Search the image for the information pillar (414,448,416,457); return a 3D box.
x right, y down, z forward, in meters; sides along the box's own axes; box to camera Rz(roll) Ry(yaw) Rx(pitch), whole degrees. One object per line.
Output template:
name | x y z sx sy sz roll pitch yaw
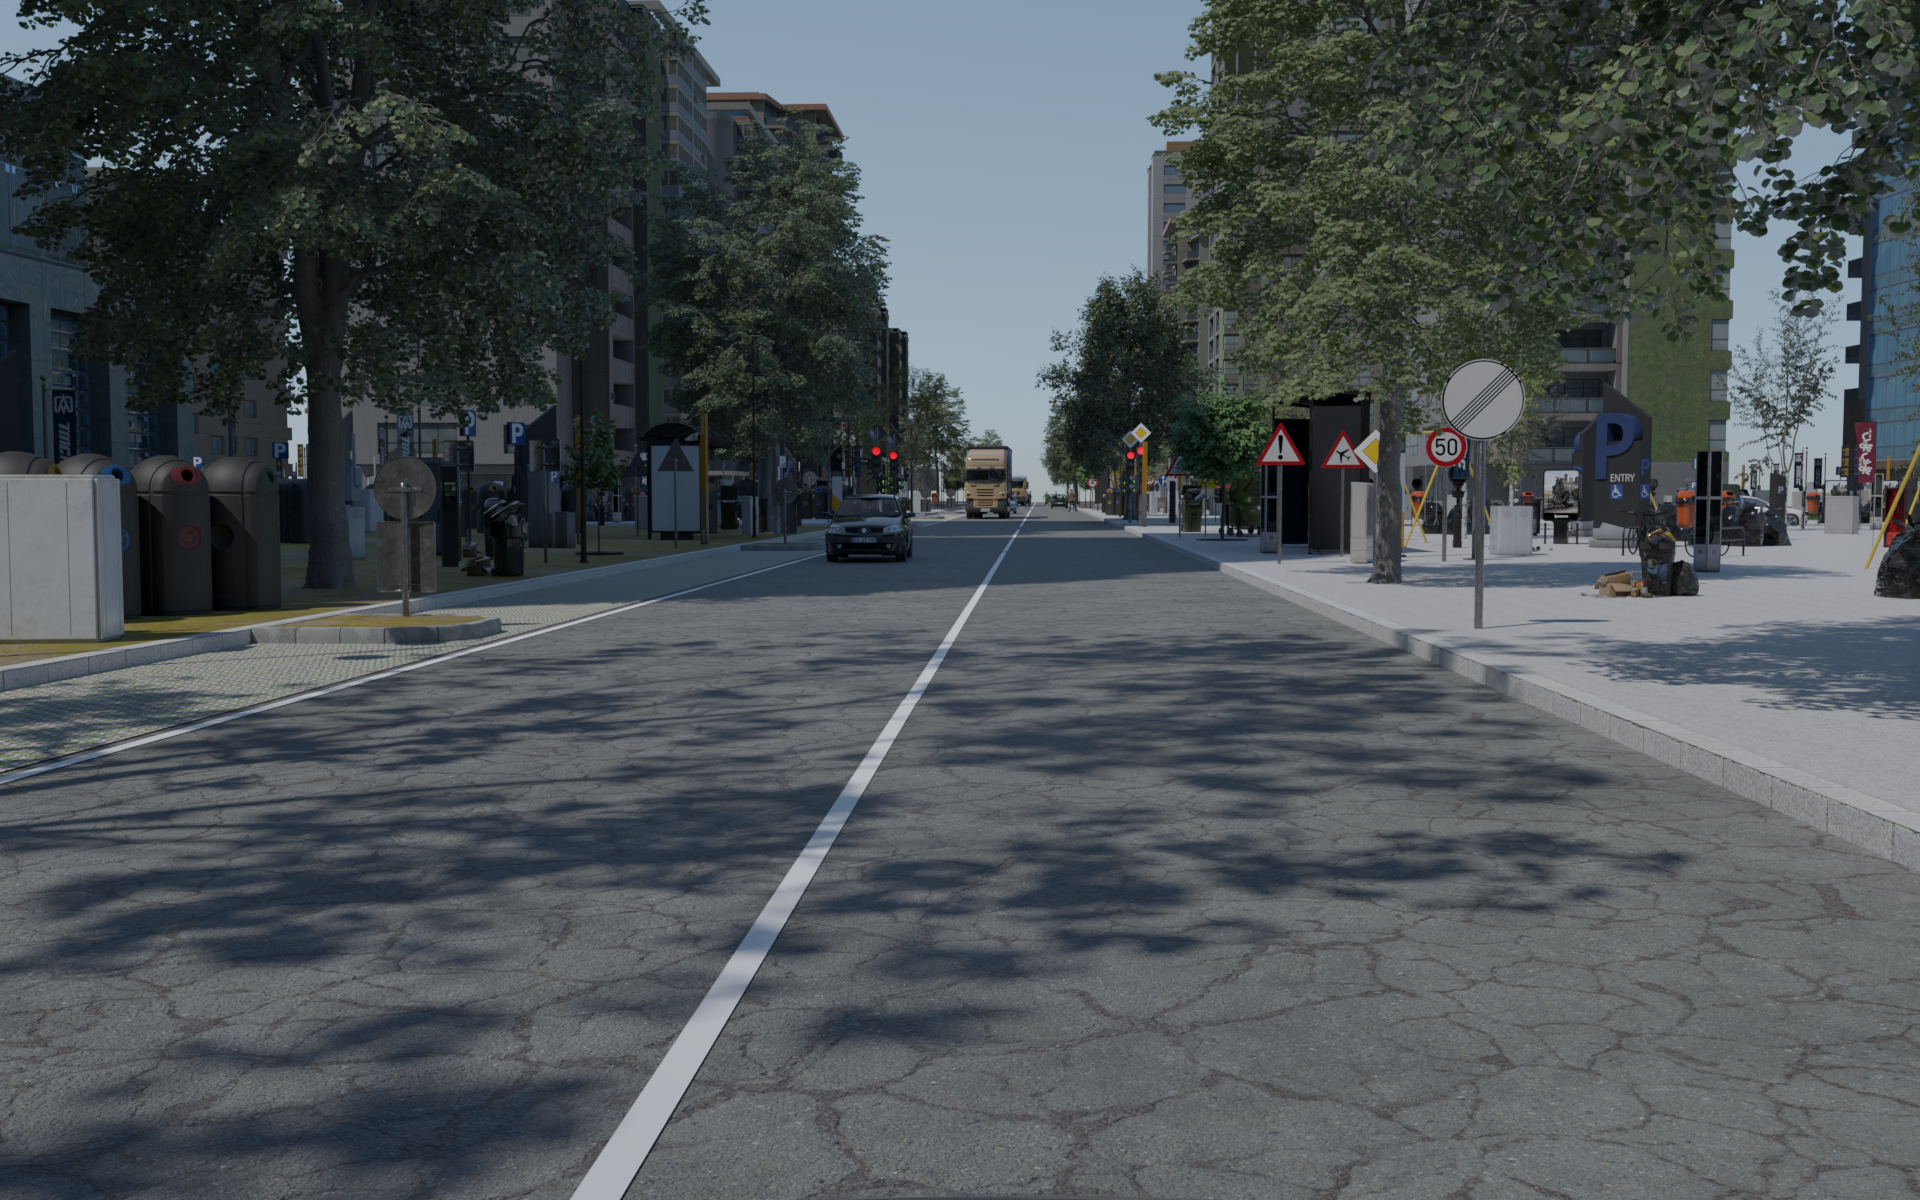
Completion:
information pillar | -27.671 -5.905 87.894 0.183 3.616 0.504 0 4 -1

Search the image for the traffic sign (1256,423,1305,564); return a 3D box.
traffic sign | 5.863 -1.940 31.728 0.884 2.594 0.081 1 4 9

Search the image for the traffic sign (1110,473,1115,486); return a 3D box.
traffic sign | 13.413 -9.625 151.249 2.265 3.308 0.079 0 4 3

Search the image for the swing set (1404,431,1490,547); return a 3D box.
swing set | 11.533 -2.801 43.410 2.862 2.851 3.119 -1 4 -22

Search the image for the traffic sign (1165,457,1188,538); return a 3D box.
traffic sign | 6.492 -3.124 51.079 0.884 2.594 0.081 1 4 11

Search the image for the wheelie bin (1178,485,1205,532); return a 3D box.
wheelie bin | 7.840 -3.082 58.304 0.980 1.594 0.693 0 4 -5

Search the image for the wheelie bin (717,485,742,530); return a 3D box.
wheelie bin | -8.396 -3.357 62.798 0.980 1.594 0.693 0 4 -5

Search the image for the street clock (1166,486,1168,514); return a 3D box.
street clock | 13.499 -6.570 111.989 0.358 2.002 0.471 2 4 35

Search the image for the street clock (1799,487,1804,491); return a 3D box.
street clock | 71.985 -8.789 148.265 0.358 2.002 0.471 0 4 2

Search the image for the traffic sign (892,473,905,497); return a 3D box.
traffic sign | -3.731 -6.387 104.540 0.768 2.556 0.104 0 4 7

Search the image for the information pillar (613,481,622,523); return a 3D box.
information pillar | -15.368 -4.470 77.582 0.304 2.012 0.304 1 4 10

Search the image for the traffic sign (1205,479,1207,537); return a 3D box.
traffic sign | 7.373 -3.108 51.998 0.795 2.450 0.064 1 4 10

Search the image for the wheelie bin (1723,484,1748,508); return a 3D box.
wheelie bin | 23.918 -2.824 54.076 0.980 1.594 0.693 1 4 18

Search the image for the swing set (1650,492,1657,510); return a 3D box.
swing set | 24.047 -4.051 63.851 2.862 2.851 3.119 0 4 -6

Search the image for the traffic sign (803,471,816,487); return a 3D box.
traffic sign | -8.416 -5.923 96.939 0.768 2.556 0.104 0 4 4

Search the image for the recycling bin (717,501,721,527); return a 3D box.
recycling bin | -9.132 -3.377 67.774 0.722 1.027 0.722 0 3 0

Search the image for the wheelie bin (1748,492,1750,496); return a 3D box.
wheelie bin | 49.464 -6.210 109.433 0.693 1.594 0.980 -2 4 -26

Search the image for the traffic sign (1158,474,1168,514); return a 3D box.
traffic sign | 13.082 -6.786 111.060 0.768 2.556 0.104 1 4 10

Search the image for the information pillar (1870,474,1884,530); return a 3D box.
information pillar | 32.950 -3.533 62.258 0.304 2.012 0.304 0 4 5

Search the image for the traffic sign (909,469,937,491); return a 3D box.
traffic sign | -3.018 -8.956 140.311 2.265 3.308 0.079 1 4 9

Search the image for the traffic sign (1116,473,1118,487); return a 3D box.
traffic sign | 14.034 -9.209 144.444 2.265 3.308 0.079 0 4 4

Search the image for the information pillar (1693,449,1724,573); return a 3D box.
information pillar | 12.277 -1.463 28.417 0.304 2.012 0.304 -1 4 -22

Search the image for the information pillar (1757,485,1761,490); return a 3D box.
information pillar | 64.936 -8.337 140.800 0.304 2.012 0.304 2 4 24

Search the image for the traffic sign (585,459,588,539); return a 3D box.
traffic sign | -10.746 -3.025 49.560 0.768 2.556 0.104 1 4 12

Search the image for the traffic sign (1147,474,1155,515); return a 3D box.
traffic sign | 11.787 -6.592 107.893 0.768 2.556 0.104 0 4 6

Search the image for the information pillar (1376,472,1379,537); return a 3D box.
information pillar | 11.726 -2.661 47.992 0.304 2.012 0.304 0 4 4

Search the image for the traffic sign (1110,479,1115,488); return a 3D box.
traffic sign | 12.909 -9.094 148.694 0.884 2.594 0.081 0 4 5

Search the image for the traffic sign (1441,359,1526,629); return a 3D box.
traffic sign | 4.941 -0.998 16.429 0.768 2.556 0.104 1 4 12

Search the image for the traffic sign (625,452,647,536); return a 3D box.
traffic sign | -9.897 -3.250 53.140 0.884 2.594 0.081 1 4 11

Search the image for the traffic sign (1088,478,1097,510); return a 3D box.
traffic sign | 10.451 -8.352 136.666 0.768 2.556 0.104 1 4 11

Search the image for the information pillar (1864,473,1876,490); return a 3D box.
information pillar | 42.992 -5.535 81.859 0.183 3.616 0.504 -3 4 -36

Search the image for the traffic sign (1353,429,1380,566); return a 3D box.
traffic sign | 7.366 -1.808 30.754 0.795 2.450 0.064 0 4 5

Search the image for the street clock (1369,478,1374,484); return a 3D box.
street clock | 18.466 -4.511 78.330 0.471 2.002 0.358 1 4 15

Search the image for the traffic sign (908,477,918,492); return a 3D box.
traffic sign | -3.486 -7.864 128.678 0.768 2.556 0.104 1 4 11

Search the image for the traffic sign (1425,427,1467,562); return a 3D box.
traffic sign | 9.189 -2.000 32.798 0.768 2.556 0.104 1 4 9

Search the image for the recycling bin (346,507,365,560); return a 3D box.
recycling bin | -12.190 -1.315 34.048 0.722 1.027 0.722 3 5 44

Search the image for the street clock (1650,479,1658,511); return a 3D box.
street clock | 32.541 -4.699 81.396 0.471 2.002 0.358 -2 4 -25

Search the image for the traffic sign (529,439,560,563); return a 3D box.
traffic sign | -7.703 -1.836 32.149 0.606 2.300 0.079 1 4 10

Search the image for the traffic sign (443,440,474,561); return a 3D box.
traffic sign | -9.538 -1.887 32.977 0.606 2.300 0.079 0 4 5

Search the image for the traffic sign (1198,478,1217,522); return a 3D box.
traffic sign | 11.868 -5.153 78.120 2.265 3.308 0.079 1 4 10

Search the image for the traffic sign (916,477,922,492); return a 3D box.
traffic sign | -3.360 -8.182 133.777 0.884 2.594 0.081 1 4 8

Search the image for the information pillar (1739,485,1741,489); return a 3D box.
information pillar | 65.792 -8.684 146.468 0.304 2.012 0.304 0 4 3

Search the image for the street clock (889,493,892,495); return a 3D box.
street clock | -4.371 -6.381 108.892 0.358 2.002 0.471 0 4 -7

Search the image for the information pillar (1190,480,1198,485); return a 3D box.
information pillar | 12.513 -5.396 92.709 0.304 2.012 0.304 -3 5 -44

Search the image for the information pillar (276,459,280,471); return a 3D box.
information pillar | -39.840 -6.728 101.354 0.183 3.616 0.504 0 4 5

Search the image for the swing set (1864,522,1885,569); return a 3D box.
swing set | 17.488 -1.915 28.925 3.119 2.851 2.862 -1 4 -23

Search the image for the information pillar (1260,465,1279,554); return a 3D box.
information pillar | 6.683 -2.013 37.410 0.304 2.012 0.304 -1 4 -11

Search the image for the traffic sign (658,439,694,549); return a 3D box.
traffic sign | -6.678 -2.487 40.669 0.884 2.594 0.081 1 4 10

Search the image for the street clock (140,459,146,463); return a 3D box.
street clock | -16.571 -1.894 35.536 0.358 2.002 0.471 2 4 24

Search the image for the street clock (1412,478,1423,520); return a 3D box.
street clock | 21.020 -4.593 79.661 0.471 2.002 0.358 2 4 27

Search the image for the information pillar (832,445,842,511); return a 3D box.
information pillar | -5.808 -5.550 82.101 0.504 3.616 0.183 0 4 -3

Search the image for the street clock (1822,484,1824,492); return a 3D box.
street clock | 62.755 -7.410 125.722 0.471 2.002 0.358 -2 4 -35

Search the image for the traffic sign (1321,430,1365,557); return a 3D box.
traffic sign | 7.804 -2.162 35.355 0.884 2.594 0.081 0 4 5

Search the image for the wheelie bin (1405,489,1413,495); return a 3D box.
wheelie bin | 27.602 -6.040 106.662 0.693 1.594 0.980 2 4 35

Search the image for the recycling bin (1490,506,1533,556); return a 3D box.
recycling bin | 11.589 -1.460 36.417 0.722 1.027 0.722 0 4 3

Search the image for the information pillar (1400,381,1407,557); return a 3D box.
information pillar | 8.781 -2.667 34.966 0.504 3.616 0.183 -1 4 -22
